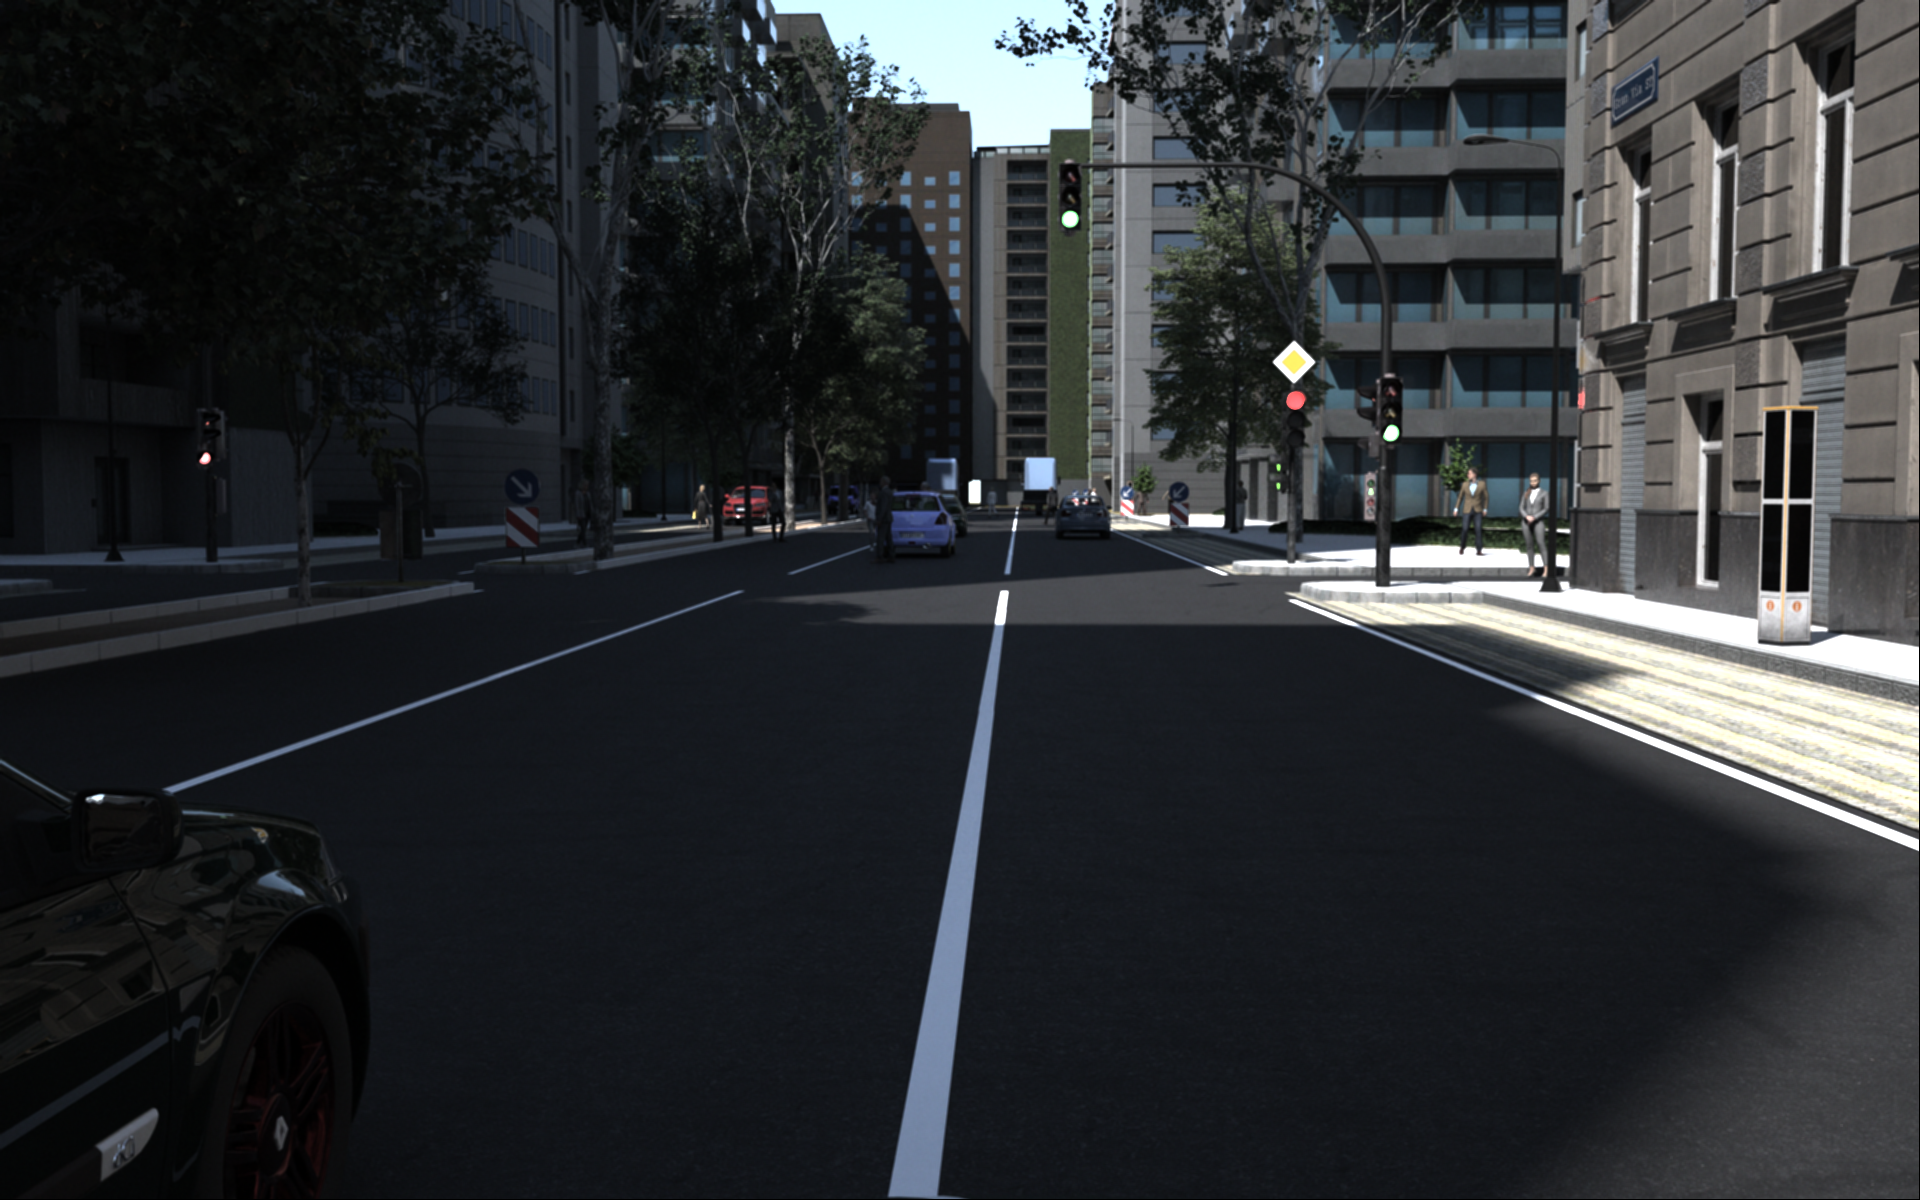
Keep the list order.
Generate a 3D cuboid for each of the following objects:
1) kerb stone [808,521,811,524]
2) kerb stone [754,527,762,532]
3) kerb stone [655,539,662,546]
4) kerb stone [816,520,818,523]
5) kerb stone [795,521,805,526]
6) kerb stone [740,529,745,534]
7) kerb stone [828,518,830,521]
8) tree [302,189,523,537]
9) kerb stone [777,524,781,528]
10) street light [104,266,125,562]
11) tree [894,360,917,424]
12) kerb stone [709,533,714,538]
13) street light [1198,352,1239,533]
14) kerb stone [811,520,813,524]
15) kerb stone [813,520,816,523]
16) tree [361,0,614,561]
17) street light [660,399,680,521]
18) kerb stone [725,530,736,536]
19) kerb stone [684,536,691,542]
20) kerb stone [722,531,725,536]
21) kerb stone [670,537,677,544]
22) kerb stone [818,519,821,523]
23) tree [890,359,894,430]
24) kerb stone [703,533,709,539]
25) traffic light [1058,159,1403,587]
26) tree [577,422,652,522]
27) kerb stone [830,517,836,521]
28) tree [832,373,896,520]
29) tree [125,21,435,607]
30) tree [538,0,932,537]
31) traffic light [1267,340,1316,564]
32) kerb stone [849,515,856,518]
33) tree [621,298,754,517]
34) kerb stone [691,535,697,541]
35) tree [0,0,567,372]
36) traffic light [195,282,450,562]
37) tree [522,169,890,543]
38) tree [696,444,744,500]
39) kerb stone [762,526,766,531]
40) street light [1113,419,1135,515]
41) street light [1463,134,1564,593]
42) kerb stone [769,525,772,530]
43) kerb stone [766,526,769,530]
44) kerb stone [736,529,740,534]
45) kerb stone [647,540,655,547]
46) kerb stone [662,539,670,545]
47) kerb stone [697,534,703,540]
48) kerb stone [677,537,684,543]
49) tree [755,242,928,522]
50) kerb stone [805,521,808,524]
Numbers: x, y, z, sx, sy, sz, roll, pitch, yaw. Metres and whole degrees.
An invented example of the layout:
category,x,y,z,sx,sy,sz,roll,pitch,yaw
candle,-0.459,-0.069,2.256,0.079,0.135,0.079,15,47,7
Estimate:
category,x,y,z,sx,sy,sz,roll,pitch,yaw
kerb stone,-7.273,-3.634,81.612,0.120,0.150,1.000,0,4,2
kerb stone,-7.796,-2.694,66.247,0.120,0.150,1.000,0,4,2
kerb stone,-8.450,-1.562,47.809,0.120,0.150,1.000,0,4,2
kerb stone,-7.173,-3.819,84.677,0.120,0.150,1.000,0,4,2
kerb stone,-7.345,-3.504,79.563,0.120,0.150,1.000,0,4,2
kerb stone,-7.949,-2.437,62.143,0.120,0.150,1.000,0,4,2
kerb stone,-6.994,-4.135,89.796,0.120,0.150,1.000,0,4,2
tree,-16.071,-7.135,51.074,7.601,10.594,8.767,0,4,-1
kerb stone,-7.626,-3.006,71.364,0.120,0.150,1.000,0,4,2
street light,-15.583,-3.686,32.814,1.470,5.913,1.316,0,4,2
tree,-6.062,-8.628,77.942,8.767,10.594,7.601,0,4,2
kerb stone,-8.158,-2.067,55.993,0.120,0.150,1.000,0,4,2
street light,8.446,-5.142,56.608,1.470,5.913,1.316,0,4,2
kerb stone,-7.238,-3.697,82.634,0.120,0.150,1.000,0,4,2
kerb stone,-7.203,-3.759,83.655,0.120,0.150,1.000,0,4,2
tree,-8.806,-10.947,37.334,12.611,20.169,13.585,0,3,0
street light,-13.750,-6.780,83.392,1.470,5.913,1.316,0,4,2
kerb stone,-8.017,-2.318,60.099,0.120,0.150,1.000,0,4,2
kerb stone,-8.295,-1.817,51.904,0.120,0.150,1.000,0,4,2
kerb stone,-8.096,-2.189,58.037,0.120,0.150,1.000,0,4,2
kerb stone,-8.370,-1.685,49.861,0.120,0.150,1.000,0,4,2
kerb stone,-7.136,-3.883,85.699,0.120,0.150,1.000,0,4,2
tree,-6.934,-7.365,57.291,8.767,10.594,7.601,0,4,2
kerb stone,-8.190,-2.005,54.972,0.120,0.150,1.000,0,4,2
traffic light,3.717,-3.002,23.750,4.771,5.953,1.251,0,4,2
tree,-15.727,-5.814,78.778,4.285,4.588,4.351,0,3,0
kerb stone,-6.893,-4.322,92.864,0.120,0.150,1.000,0,4,2
tree,-5.440,-9.042,100.651,4.360,8.622,3.978,0,3,0
tree,-8.276,-4.198,21.457,4.737,8.622,4.395,0,3,0
tree,-7.784,-12.793,67.516,12.611,20.169,13.585,0,3,0
traffic light,6.086,-2.623,31.800,0.839,4.253,0.868,0,4,2
kerb stone,-6.490,-5.011,104.124,0.120,0.150,1.000,0,4,2
tree,-15.096,-10.849,95.509,7.486,12.596,7.792,0,3,0
kerb stone,-8.264,-1.880,52.928,0.120,0.150,1.000,0,4,2
tree,-8.532,-5.787,14.077,9.611,12.733,9.660,0,3,0
traffic light,-11.971,-3.533,32.440,4.771,5.953,1.251,0,4,2
tree,-6.705,-6.817,48.334,8.767,10.594,7.601,0,4,2
tree,-14.444,-7.413,104.910,4.285,4.588,4.351,0,3,0
kerb stone,-7.773,-2.755,67.272,0.120,0.150,1.000,0,4,2
street light,10.103,-8.215,106.853,1.470,5.913,1.316,0,4,2
street light,7.200,-3.057,22.521,1.470,5.913,1.316,0,4,2
kerb stone,-7.694,-2.880,69.315,0.120,0.150,1.000,0,4,2
kerb stone,-7.744,-2.815,68.294,0.120,0.150,1.000,0,4,2
kerb stone,-7.989,-2.372,61.122,0.120,0.150,1.000,0,4,2
kerb stone,-8.483,-1.503,46.787,0.120,0.150,1.000,0,4,2
kerb stone,-8.407,-1.629,48.830,0.120,0.150,1.000,0,4,2
kerb stone,-8.229,-1.940,53.950,0.120,0.150,1.000,0,4,2
kerb stone,-8.334,-1.754,50.883,0.120,0.150,1.000,0,4,2
tree,-6.005,-10.953,88.198,9.857,13.997,8.962,0,3,0
kerb stone,-7.307,-3.570,80.588,0.120,0.150,1.000,0,4,2
